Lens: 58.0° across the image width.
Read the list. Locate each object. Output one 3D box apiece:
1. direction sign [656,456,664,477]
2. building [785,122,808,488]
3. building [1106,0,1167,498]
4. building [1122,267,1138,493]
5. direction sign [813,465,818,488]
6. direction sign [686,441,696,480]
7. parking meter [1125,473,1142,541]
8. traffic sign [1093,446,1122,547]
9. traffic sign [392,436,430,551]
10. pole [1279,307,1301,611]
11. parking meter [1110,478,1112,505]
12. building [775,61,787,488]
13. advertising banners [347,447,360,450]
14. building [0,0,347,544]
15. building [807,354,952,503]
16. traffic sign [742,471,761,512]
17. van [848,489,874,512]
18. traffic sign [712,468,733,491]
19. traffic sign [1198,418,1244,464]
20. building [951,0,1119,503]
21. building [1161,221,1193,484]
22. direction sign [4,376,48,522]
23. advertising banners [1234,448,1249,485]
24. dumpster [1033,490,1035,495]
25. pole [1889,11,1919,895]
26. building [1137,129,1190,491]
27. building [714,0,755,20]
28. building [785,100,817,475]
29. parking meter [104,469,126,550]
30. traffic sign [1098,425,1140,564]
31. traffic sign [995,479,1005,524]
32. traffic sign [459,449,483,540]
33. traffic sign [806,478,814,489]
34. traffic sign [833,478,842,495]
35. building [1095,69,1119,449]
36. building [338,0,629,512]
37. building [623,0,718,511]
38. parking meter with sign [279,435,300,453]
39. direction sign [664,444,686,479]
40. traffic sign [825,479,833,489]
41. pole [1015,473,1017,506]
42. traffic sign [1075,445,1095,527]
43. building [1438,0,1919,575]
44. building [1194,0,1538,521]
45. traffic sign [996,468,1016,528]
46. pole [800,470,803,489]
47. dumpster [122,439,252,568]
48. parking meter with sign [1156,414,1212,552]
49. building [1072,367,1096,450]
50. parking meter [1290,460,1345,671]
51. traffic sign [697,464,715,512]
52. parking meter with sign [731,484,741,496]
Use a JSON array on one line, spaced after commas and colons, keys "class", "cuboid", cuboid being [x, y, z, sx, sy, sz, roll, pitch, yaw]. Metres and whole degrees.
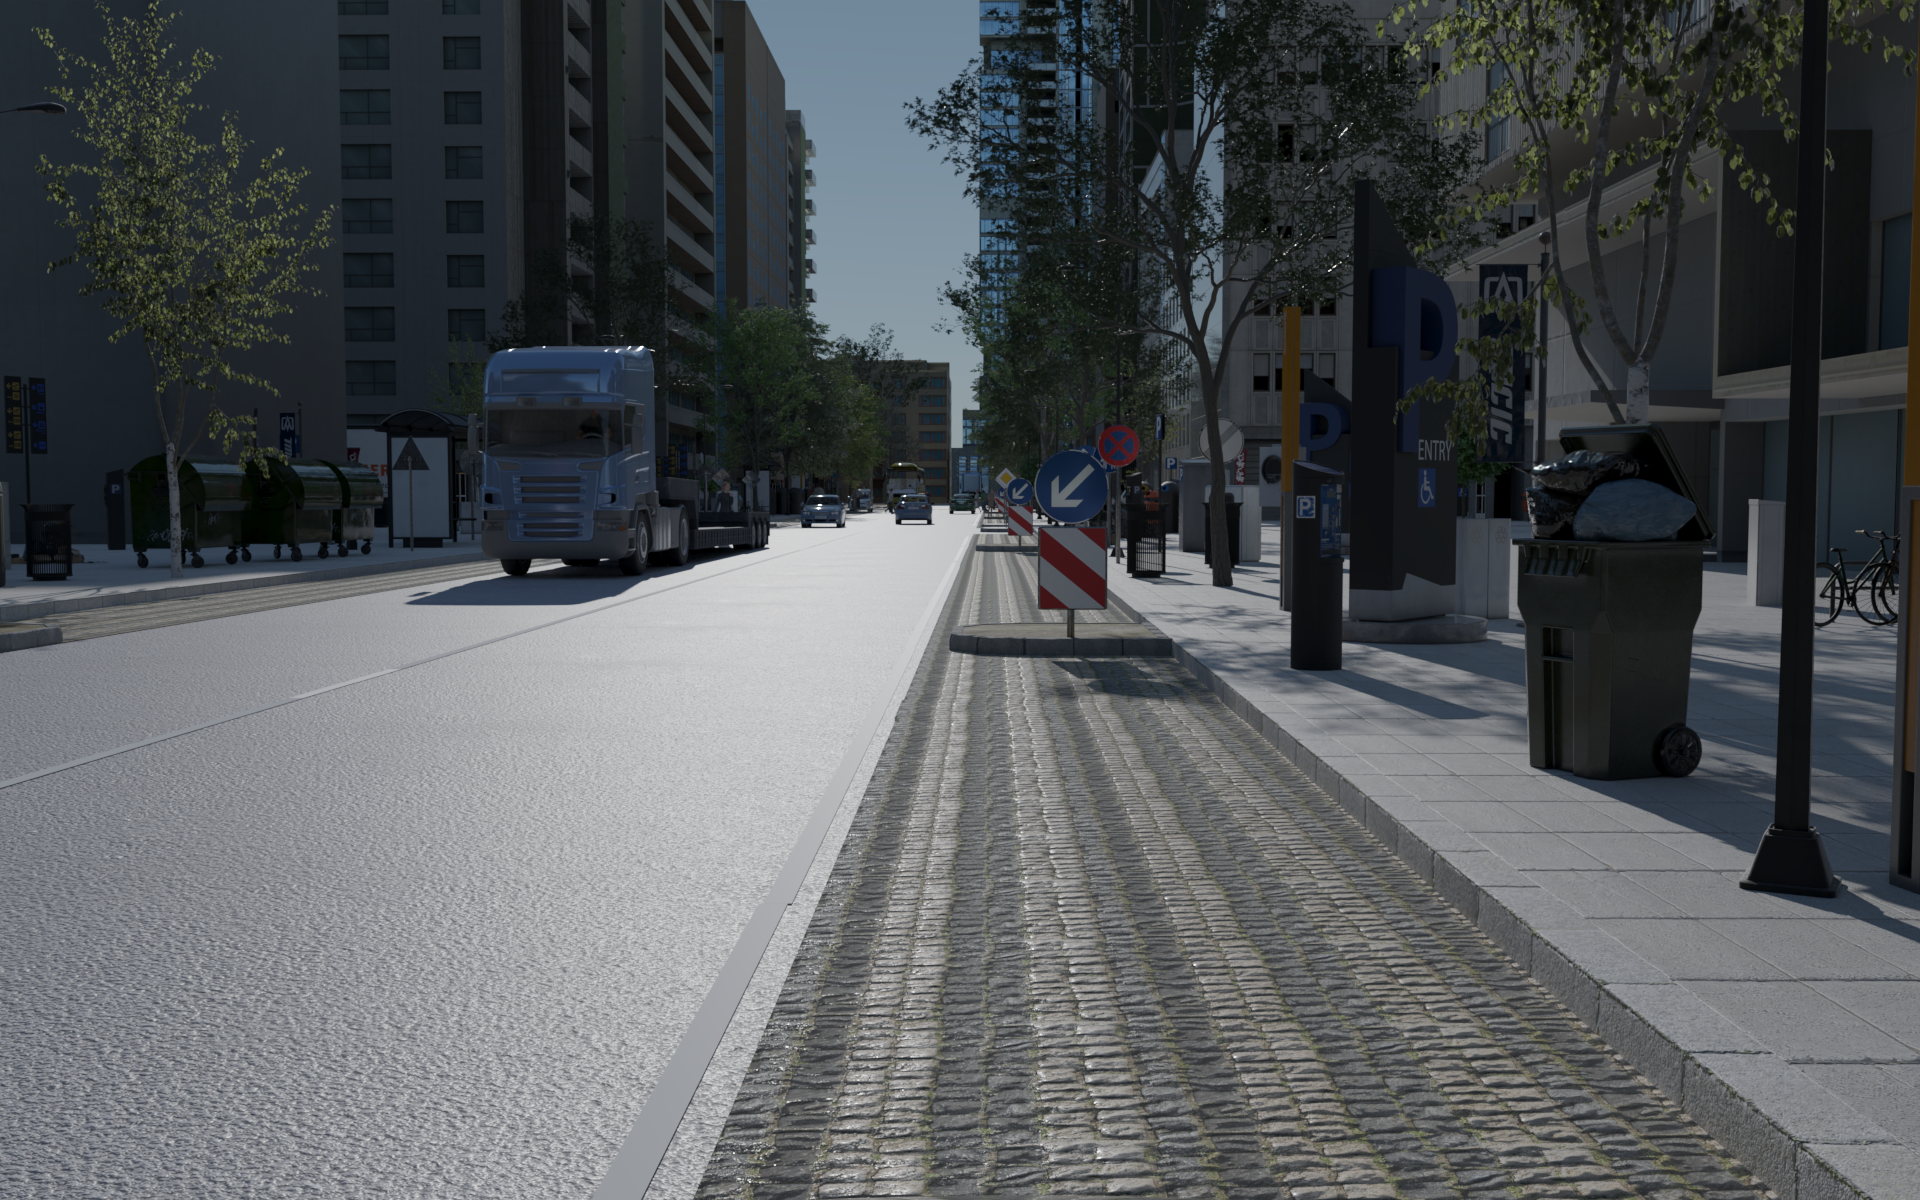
[{"class": "direction sign", "cuboid": [-17.823, -6.833, 103.720, 0.876, 3.537, 0.379, -3, 5, -44]}, {"class": "building", "cuboid": [-24.104, -30.669, 185.026, 14.154, 41.232, 14.086, 0, 4, 1]}, {"class": "building", "cuboid": [23.506, -44.188, 160.718, 20.563, 71.187, 20.611, 0, 4, 1]}, {"class": "building", "cuboid": [19.951, -19.013, 140.540, 12.332, 23.373, 15.834, 0, 4, 1]}, {"class": "direction sign", "cuboid": [-10.435, -8.141, 125.099, 0.379, 3.537, 0.876, -2, 4, -31]}, {"class": "direction sign", "cuboid": [-11.384, -5.030, 74.241, 0.379, 3.537, 0.876, 0, 4, -3]}, {"class": "parking meter", "cuboid": [4.708, -2.521, 46.934, 0.399, 1.863, 0.255, -2, 4, -29]}, {"class": "traffic sign", "cuboid": [3.600, -2.555, 41.878, 0.768, 2.556, 0.104, 1, 4, 11]}, {"class": "traffic sign", "cuboid": [-12.256, -2.364, 38.663, 0.884, 2.594, 0.081, 1, 4, 8]}, {"class": "pole", "cuboid": [3.617, -1.537, 18.980, 0.158, 3.312, 0.155, 0, 3, 0]}, {"class": "parking meter", "cuboid": [5.209, -3.425, 61.710, 0.399, 1.863, 0.255, 0, 4, 5]}, {"class": "building", "cuboid": [-24.822, -31.834, 170.598, 14.600, 45.320, 14.200, 0, 4, 1]}, {"class": "advertising banners", "cuboid": [-23.516, -4.204, 64.919, 2.074, 3.025, 0.090, 0, 4, -7]}, {"class": "building", "cuboid": [-31.988, -15.725, 50.614, 24.014, 27.812, 14.314, 0, 4, 1]}, {"class": "building", "cuboid": [-15.989, -25.084, 255.154, 28.899, 21.520, 27.650, 0, 4, 1]}, {"class": "traffic sign", "cuboid": [-8.900, -4.299, 73.933, 0.795, 2.450, 0.064, 0, 4, 1]}, {"class": "van", "cuboid": [-7.708, -7.833, 135.080, 2.013, 2.044, 4.112, 0, 4, 1]}, {"class": "traffic sign", "cuboid": [-9.041, -3.811, 65.949, 0.795, 2.450, 0.064, 0, 4, 1]}, {"class": "traffic sign", "cuboid": [4.390, -1.780, 29.213, 0.768, 2.556, 0.104, 0, 4, 3]}, {"class": "building", "cuboid": [14.482, -57.273, 249.076, 31.000, 86.520, 22.319, 0, 4, 1]}, {"class": "building", "cuboid": [18.094, -15.228, 103.735, 10.420, 20.320, 16.860, 0, 4, 1]}, {"class": "direction sign", "cuboid": [-18.065, -2.542, 33.555, 0.379, 3.537, 0.876, 2, 4, 23]}, {"class": "advertising banners", "cuboid": [9.927, -4.266, 65.944, 2.074, 3.025, 0.090, 0, 4, 4]}, {"class": "dumpster", "cuboid": [6.086, -8.565, 145.798, 1.264, 1.857, 1.865, 0, 4, 1]}, {"class": "pole", "cuboid": [3.140, -0.714, 5.525, 0.158, 3.312, 0.155, 0, 3, 0]}, {"class": "building", "cuboid": [19.420, -18.623, 122.500, 12.078, 24.808, 19.932, 0, 4, 1]}, {"class": "building", "cuboid": [-25.073, -30.946, 156.070, 14.600, 45.320, 14.200, 0, 4, 1]}, {"class": "building", "cuboid": [-32.660, -35.835, 205.516, 30.456, 49.044, 23.786, 0, 4, 1]}, {"class": "parking meter", "cuboid": [-19.360, -2.077, 39.665, 0.399, 1.863, 0.255, -2, 4, -34]}, {"class": "traffic sign", "cuboid": [2.922, -1.946, 31.928, 0.768, 2.556, 0.104, 0, 4, 5]}, {"class": "traffic sign", "cuboid": [1.892, -4.286, 73.724, 0.795, 2.450, 0.064, 0, 4, 1]}, {"class": "traffic sign", "cuboid": [-13.519, -2.929, 47.995, 0.768, 2.556, 0.104, 1, 4, 10]}, {"class": "traffic sign", "cuboid": [-11.820, -8.312, 136.006, 0.768, 2.556, 0.104, 0, 4, 1]}, {"class": "traffic sign", "cuboid": [-9.832, -8.508, 139.217, 0.768, 2.556, 0.104, 0, 4, 2]}, {"class": "building", "cuboid": [21.464, -32.383, 179.572, 14.600, 45.320, 14.200, 0, 4, 1]}, {"class": "building", "cuboid": [-25.296, -19.350, 88.075, 14.160, 30.474, 14.107, 0, 4, 1]}, {"class": "building", "cuboid": [-29.436, -30.441, 121.407, 21.300, 48.544, 21.600, 0, 4, 1]}, {"class": "parking meter with sign", "cuboid": [-19.520, -3.283, 49.933, 0.543, 3.016, 1.738, 0, 4, -7]}, {"class": "direction sign", "cuboid": [-12.667, -5.248, 77.797, 0.876, 3.537, 0.379, 0, 4, 5]}, {"class": "traffic sign", "cuboid": [-11.308, -9.120, 149.225, 0.768, 2.556, 0.104, 1, 4, 9]}, {"class": "pole", "cuboid": [4.671, -9.221, 144.609, 0.158, 3.312, 0.155, 0, 3, 0]}, {"class": "traffic sign", "cuboid": [3.273, -2.751, 45.092, 0.768, 2.556, 0.104, 0, 4, 6]}, {"class": "building", "cuboid": [25.338, -26.950, 29.872, 28.713, 52.752, 27.495, 0, 4, 1]}, {"class": "building", "cuboid": [22.304, -16.431, 86.675, 19.932, 24.808, 12.078, 0, 4, 1]}, {"class": "traffic sign", "cuboid": [1.751, -3.798, 65.740, 0.795, 2.450, 0.064, 0, 4, 1]}, {"class": "pole", "cuboid": [-11.075, -7.774, 120.954, 0.158, 3.312, 0.155, 0, 3, 0]}, {"class": "dumpster", "cuboid": [-13.676, -1.724, 30.679, 1.502, 2.255, 1.985, 0, 4, 1]}, {"class": "parking meter with sign", "cuboid": [5.229, -2.568, 38.243, 1.738, 3.016, 0.543, 0, 4, -6]}, {"class": "building", "cuboid": [27.585, -21.827, 201.905, 27.650, 21.520, 28.899, 0, 4, 1]}, {"class": "parking meter", "cuboid": [2.620, -0.262, 12.699, 0.372, 1.533, 0.369, 0, 3, 0]}, {"class": "traffic sign", "cuboid": [-10.745, -4.477, 73.309, 0.768, 2.556, 0.104, 0, 4, 6]}, {"class": "parking meter with sign", "cuboid": [-16.637, -8.081, 128.392, 1.738, 3.016, 0.543, -1, 4, -20]}]
